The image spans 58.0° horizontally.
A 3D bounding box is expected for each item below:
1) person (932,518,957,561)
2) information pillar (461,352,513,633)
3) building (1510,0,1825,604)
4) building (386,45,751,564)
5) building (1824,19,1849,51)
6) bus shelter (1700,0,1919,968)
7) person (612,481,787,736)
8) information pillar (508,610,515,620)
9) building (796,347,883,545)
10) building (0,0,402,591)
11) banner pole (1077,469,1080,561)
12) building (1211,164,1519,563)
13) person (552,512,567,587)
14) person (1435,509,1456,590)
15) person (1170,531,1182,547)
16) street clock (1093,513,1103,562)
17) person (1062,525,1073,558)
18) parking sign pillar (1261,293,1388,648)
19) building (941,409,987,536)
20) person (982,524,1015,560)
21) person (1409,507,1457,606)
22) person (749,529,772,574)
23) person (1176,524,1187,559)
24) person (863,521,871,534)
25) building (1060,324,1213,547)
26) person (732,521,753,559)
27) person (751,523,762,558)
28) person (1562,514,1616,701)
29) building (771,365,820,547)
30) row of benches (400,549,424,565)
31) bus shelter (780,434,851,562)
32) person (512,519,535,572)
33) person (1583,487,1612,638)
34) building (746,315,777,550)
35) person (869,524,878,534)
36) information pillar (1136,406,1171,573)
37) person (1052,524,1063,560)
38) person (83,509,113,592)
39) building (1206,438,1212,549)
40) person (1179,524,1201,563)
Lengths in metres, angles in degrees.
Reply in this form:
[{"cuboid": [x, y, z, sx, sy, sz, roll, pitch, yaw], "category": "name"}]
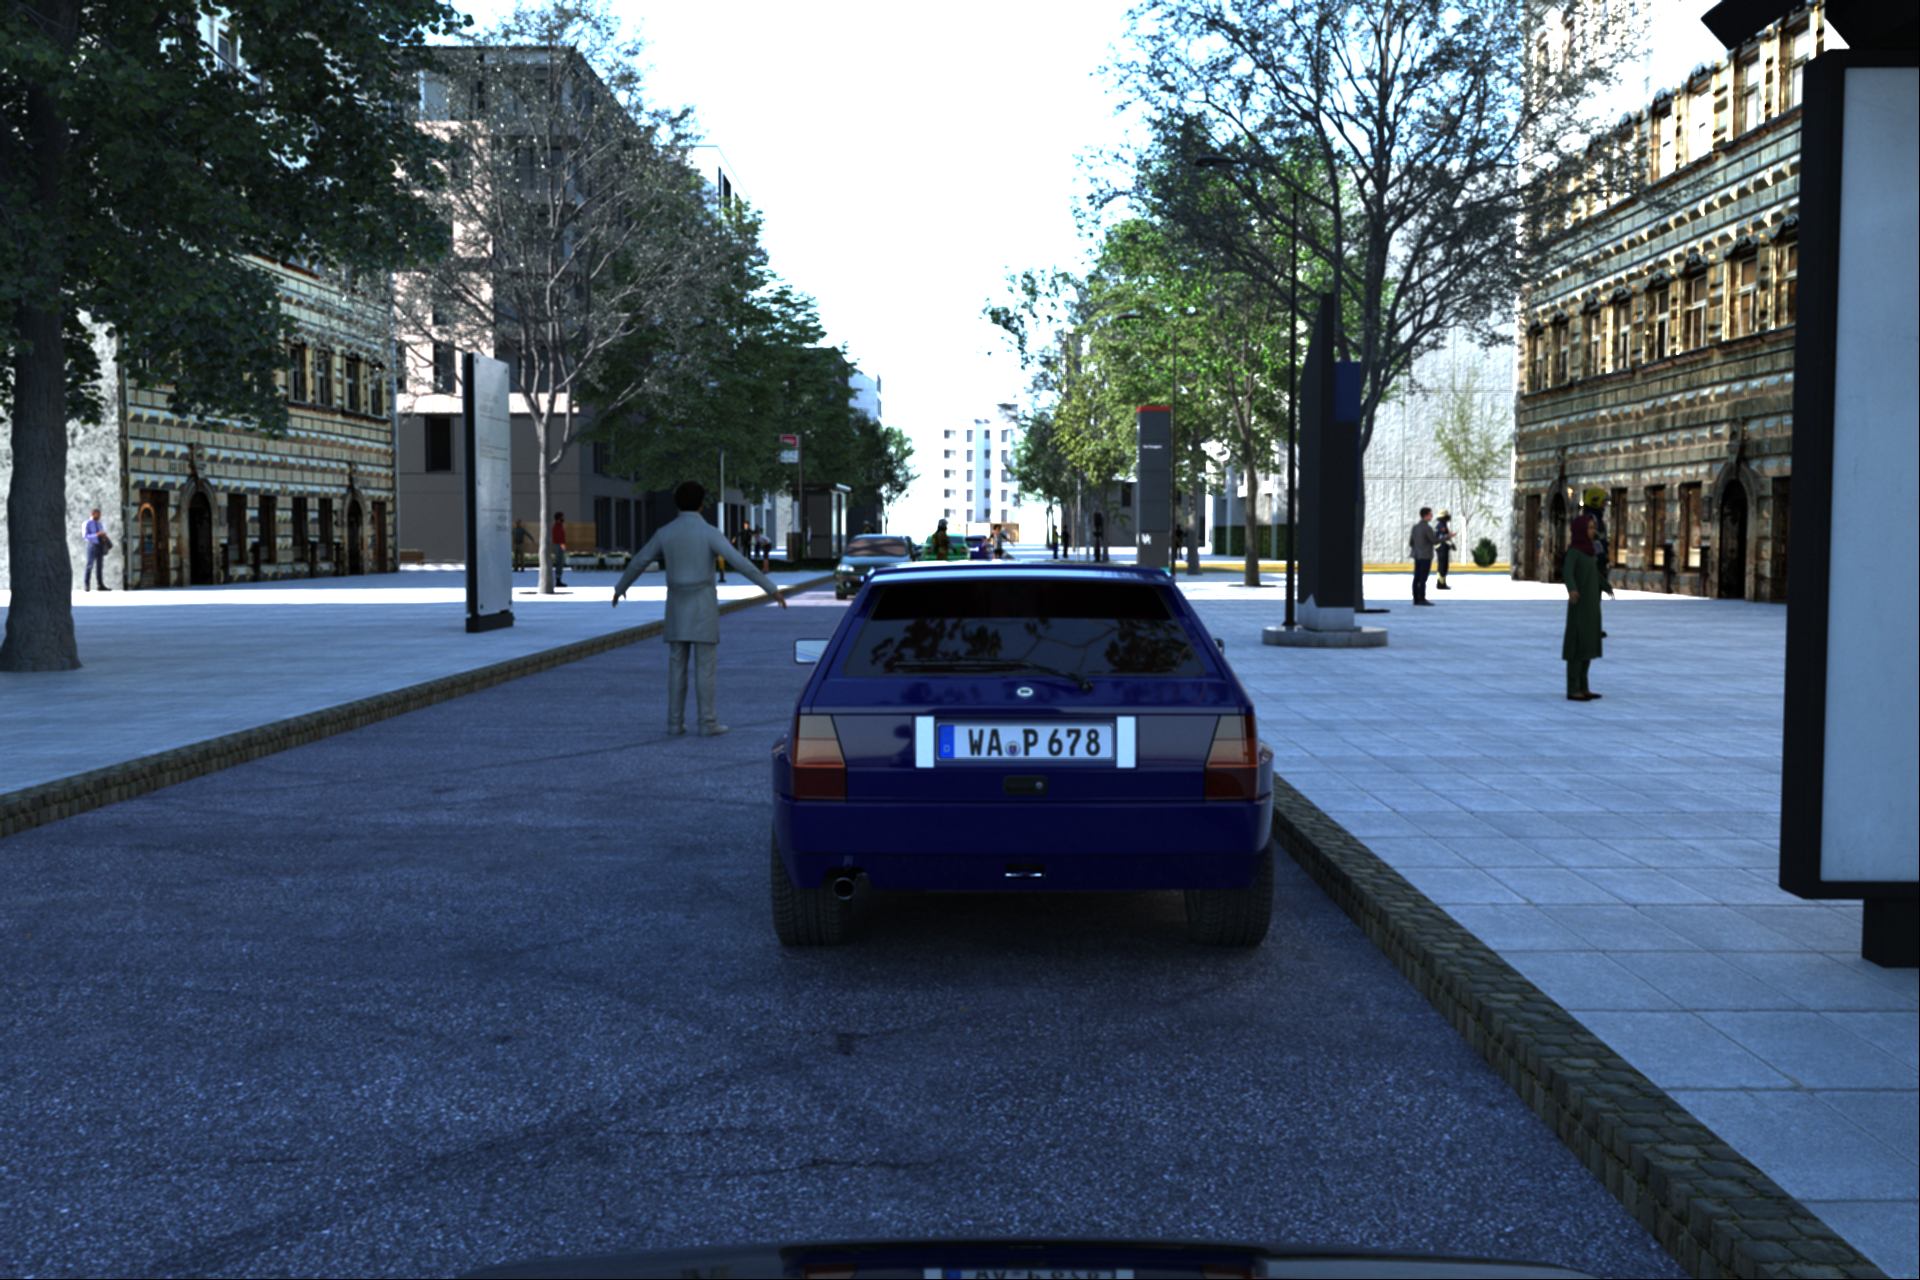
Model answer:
[{"cuboid": [-0.456, -2.336, 46.418, 0.705, 1.858, 1.354, -2, 4, -25], "category": "person"}, {"cuboid": [-6.313, -1.949, 23.174, 0.184, 3.620, 1.656, 0, 4, 1], "category": "information pillar"}, {"cuboid": [24.244, -12.654, 37.821, 19.493, 23.208, 18.063, 0, 4, 1], "category": "building"}, {"cuboid": [-26.663, -14.993, 89.106, 27.936, 21.610, 32.646, 0, 4, 0], "category": "building"}, {"cuboid": [22.363, -8.941, 12.648, 16.747, 18.905, 31.486, 0, 4, 1], "category": "building"}, {"cuboid": [3.207, -0.529, 2.569, 2.014, 3.302, 5.546, 0, 4, 1], "category": "bus shelter"}, {"cuboid": [-1.904, -0.229, 12.387, 1.347, 1.806, 0.705, 1, 4, 15], "category": "person"}, {"cuboid": [-6.774, -2.096, 25.621, 0.183, 3.616, 0.504, 0, 4, 1], "category": "information pillar"}, {"cuboid": [-23.876, -22.122, 205.674, 27.936, 21.610, 32.646, 0, 4, 0], "category": "building"}, {"cuboid": [-27.872, -13.246, 47.495, 19.493, 23.208, 18.063, 0, 4, 1], "category": "building"}, {"cuboid": [4.571, -4.684, 66.600, 0.401, 3.779, 0.863, 0, 4, 0], "category": "banner pole"}, {"cuboid": [23.799, -13.763, 91.483, 16.747, 18.905, 31.486, 0, 4, 1], "category": "building"}, {"cuboid": [-9.667, -2.192, 41.941, 0.704, 1.816, 1.345, -1, 4, -14], "category": "person"}, {"cuboid": [11.155, -2.081, 39.888, 0.704, 1.845, 1.351, 0, 4, 3], "category": "person"}, {"cuboid": [5.484, -2.486, 47.421, 1.217, 1.736, 0.721, 0, 4, -4], "category": "person"}, {"cuboid": [4.685, -3.322, 58.879, 0.358, 2.002, 0.471, 0, 4, 1], "category": "street clock"}, {"cuboid": [5.671, -5.202, 91.767, 0.721, 1.740, 1.216, -1, 4, -21], "category": "person"}, {"cuboid": [4.246, -1.932, 20.066, 1.447, 3.967, 1.447, 0, 4, 0], "category": "parking sign pillar"}, {"cuboid": [-2.447, -24.106, 253.003, 11.380, 20.090, 16.016, 0, 4, -1], "category": "building"}, {"cuboid": [1.514, -3.705, 69.184, 1.345, 1.843, 0.704, -1, 4, -15], "category": "person"}, {"cuboid": [8.503, -1.504, 31.164, 0.750, 1.759, 0.617, 0, 4, -1], "category": "person"}, {"cuboid": [-6.325, -2.801, 55.022, 0.628, 1.438, 0.799, 0, 4, 6], "category": "person"}, {"cuboid": [11.221, -5.049, 88.731, 1.347, 1.806, 0.705, 3, 4, 37], "category": "person"}, {"cuboid": [-3.966, -4.078, 72.651, 0.705, 1.833, 1.349, -1, 4, -15], "category": "person"}, {"cuboid": [24.550, -20.824, 184.454, 27.936, 21.610, 32.646, 0, 4, 1], "category": "building"}, {"cuboid": [-9.065, -4.148, 73.756, 1.347, 1.837, 0.705, -2, 4, -25], "category": "person"}, {"cuboid": [-10.740, -5.268, 91.982, 1.347, 1.847, 0.705, 3, 5, 43], "category": "person"}, {"cuboid": [4.868, -0.255, 13.382, 0.599, 1.438, 0.989, 3, 4, 37], "category": "person"}, {"cuboid": [-24.731, -21.355, 180.084, 19.493, 23.208, 18.063, 0, 4, 1], "category": "building"}, {"cuboid": [-23.762, -3.365, 70.487, 4.104, 0.672, 1.422, -3, 4, -38], "category": "row of benches"}, {"cuboid": [-6.067, -5.797, 72.415, 2.179, 5.291, 8.768, 0, 4, 2], "category": "bus shelter"}, {"cuboid": [-15.086, -3.235, 59.159, 1.348, 1.796, 0.705, 1, 4, 15], "category": "person"}, {"cuboid": [7.904, -0.963, 21.511, 0.704, 1.858, 1.351, 1, 4, 20], "category": "person"}, {"cuboid": [-24.667, -16.435, 135.168, 16.747, 18.905, 31.486, 0, 4, 1], "category": "building"}, {"cuboid": [-4.858, -5.490, 95.539, 1.354, 1.856, 0.705, 2, 4, 23], "category": "person"}, {"cuboid": [3.953, -2.816, 35.414, 0.750, 3.857, 0.750, 0, 4, 1], "category": "information pillar"}, {"cuboid": [4.915, -4.946, 87.324, 0.721, 1.772, 1.216, -1, 4, -18], "category": "person"}, {"cuboid": [-19.110, -1.991, 38.466, 0.599, 1.838, 0.709, 1, 4, 15], "category": "person"}, {"cuboid": [25.364, -11.810, 135.245, 9.099, 9.664, 28.070, 0, 4, 1], "category": "building"}, {"cuboid": [10.370, -4.398, 78.128, 1.346, 1.802, 0.704, -2, 4, -32], "category": "person"}]
